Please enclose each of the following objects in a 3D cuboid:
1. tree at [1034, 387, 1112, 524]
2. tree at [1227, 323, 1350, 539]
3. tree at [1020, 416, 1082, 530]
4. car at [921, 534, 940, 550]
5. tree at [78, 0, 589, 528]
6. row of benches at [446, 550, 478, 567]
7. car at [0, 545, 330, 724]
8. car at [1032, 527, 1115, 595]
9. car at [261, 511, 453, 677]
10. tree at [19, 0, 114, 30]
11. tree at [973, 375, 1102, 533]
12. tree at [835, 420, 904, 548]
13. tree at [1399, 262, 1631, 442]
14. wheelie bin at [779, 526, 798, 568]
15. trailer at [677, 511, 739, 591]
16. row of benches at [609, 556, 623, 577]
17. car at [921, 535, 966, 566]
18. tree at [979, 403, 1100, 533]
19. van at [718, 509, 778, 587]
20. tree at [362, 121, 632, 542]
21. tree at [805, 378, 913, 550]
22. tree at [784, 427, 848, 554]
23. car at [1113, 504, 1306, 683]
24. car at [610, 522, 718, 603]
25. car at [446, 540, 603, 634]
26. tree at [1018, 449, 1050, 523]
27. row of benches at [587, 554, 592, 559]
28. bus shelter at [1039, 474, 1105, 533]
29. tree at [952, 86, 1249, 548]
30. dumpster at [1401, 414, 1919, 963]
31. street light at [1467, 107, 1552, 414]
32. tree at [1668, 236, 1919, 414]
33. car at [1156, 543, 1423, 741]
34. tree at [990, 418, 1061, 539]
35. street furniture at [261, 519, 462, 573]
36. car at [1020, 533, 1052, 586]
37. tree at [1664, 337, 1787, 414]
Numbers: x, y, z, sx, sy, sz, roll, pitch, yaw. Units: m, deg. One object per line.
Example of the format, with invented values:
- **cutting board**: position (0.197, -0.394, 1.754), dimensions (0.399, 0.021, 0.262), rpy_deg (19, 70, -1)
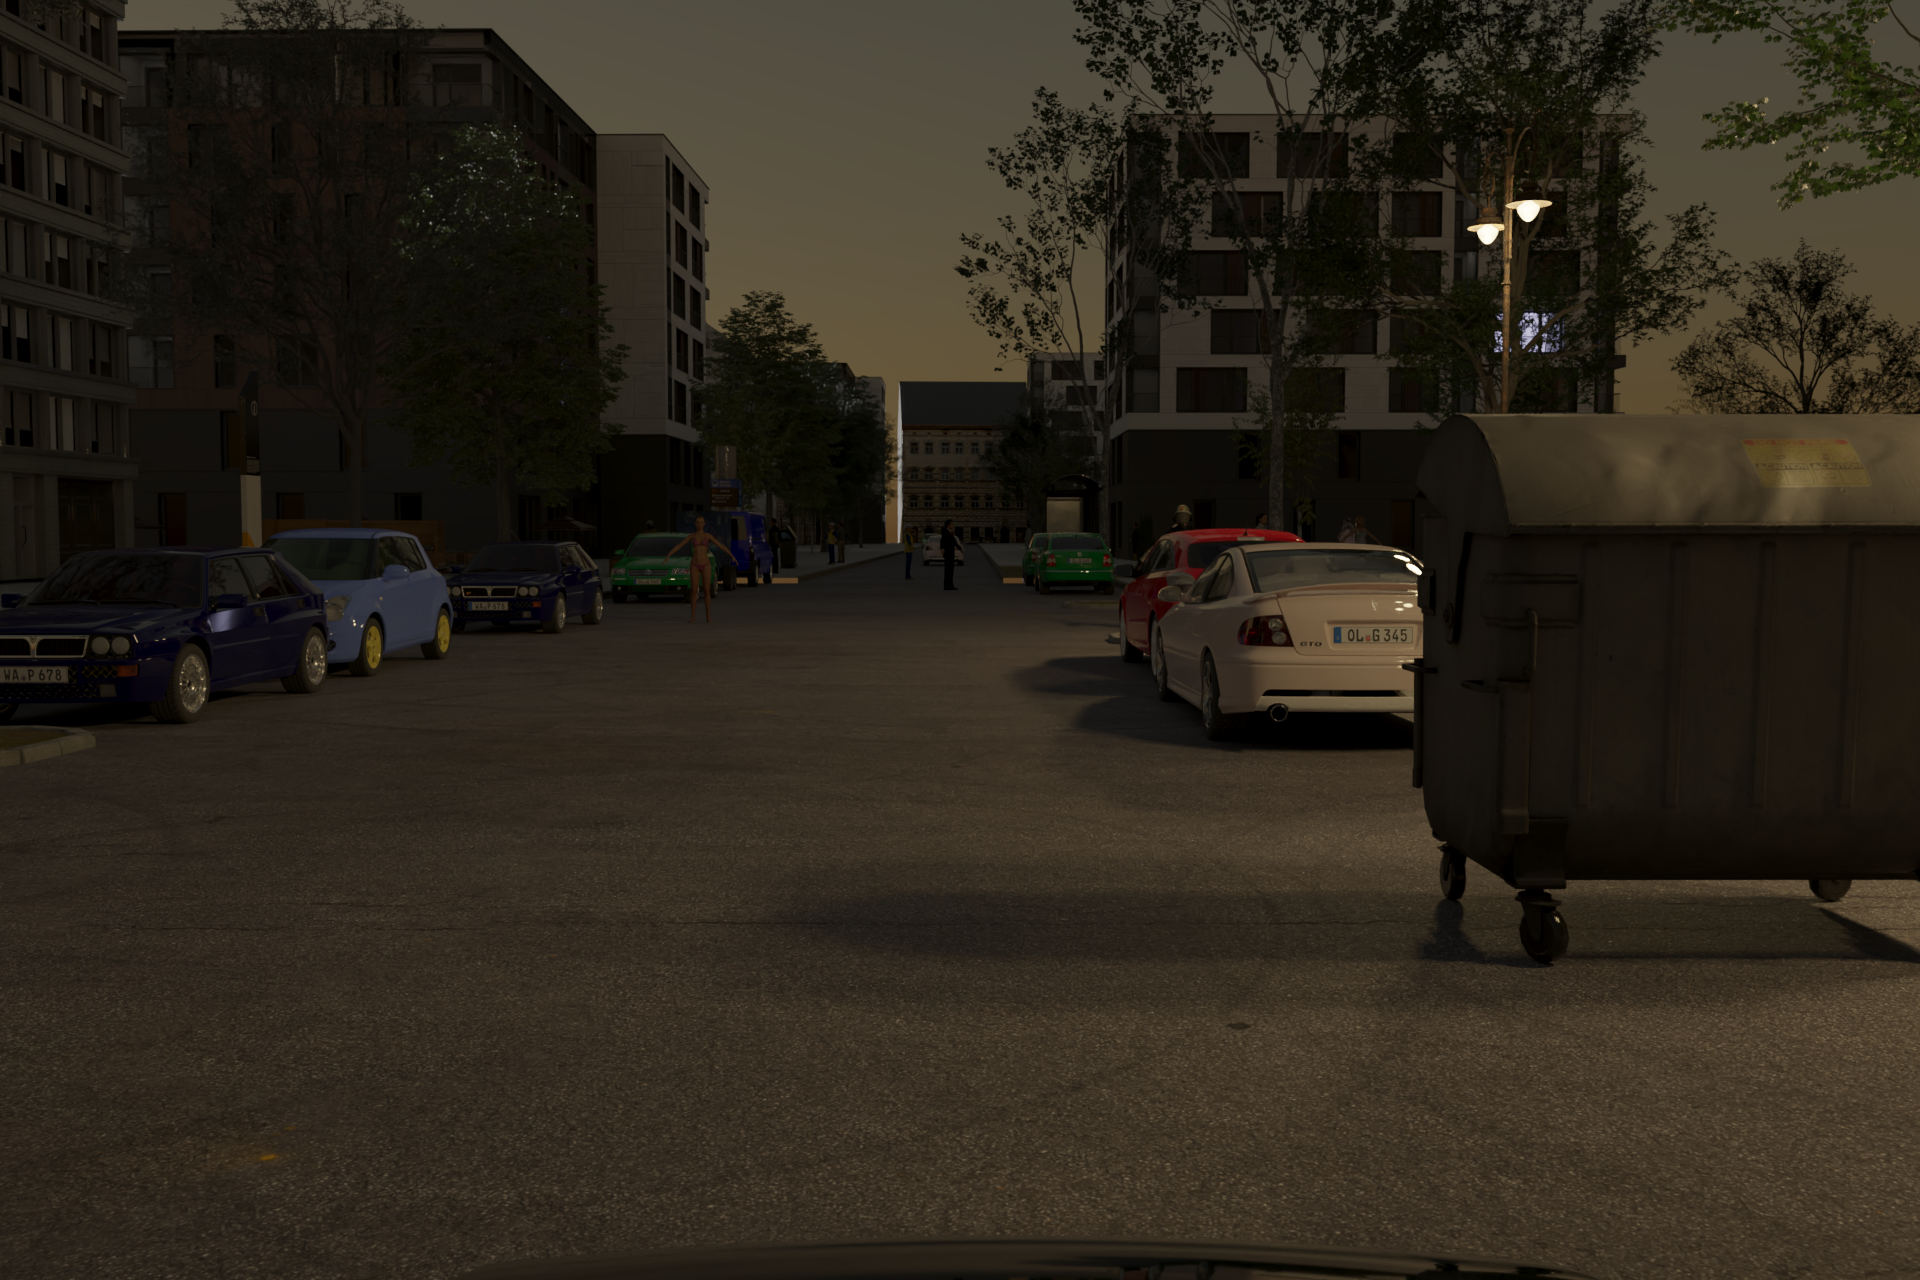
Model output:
- **tree**: position (5.725, -8.323, 86.443), dimensions (4.360, 8.622, 3.978), rpy_deg (0, 3, 0)
- **tree**: position (11.434, -6.652, 59.122), dimensions (4.737, 8.622, 4.395), rpy_deg (0, 3, 0)
- **tree**: position (5.848, -9.684, 108.693), dimensions (4.737, 8.622, 4.395), rpy_deg (0, 3, 0)
- **car**: position (-2.487, -8.946, 155.059), dimensions (1.959, 1.807, 4.718), rpy_deg (0, 3, 0)
- **tree**: position (-12.884, -7.716, 36.531), dimensions (12.009, 13.543, 11.850), rpy_deg (0, 3, 0)
- **row of benches**: position (-18.904, -3.214, 68.014), dimensions (4.104, 0.672, 1.422), rpy_deg (1, 4, 22)
- **car**: position (-6.650, -0.105, 14.295), dimensions (1.945, 1.354, 3.894), rpy_deg (0, 4, 0)
- **car**: position (2.757, -2.046, 42.255), dimensions (1.959, 1.807, 4.718), rpy_deg (0, 3, 0)
- **car**: position (-6.723, -0.545, 18.510), dimensions (1.945, 1.707, 3.694), rpy_deg (0, 3, 0)
- **tree**: position (-12.346, -6.320, 13.710), dimensions (12.009, 13.543, 11.850), rpy_deg (0, 3, 0)
- **tree**: position (6.179, -13.693, 134.254), dimensions (12.009, 13.543, 11.850), rpy_deg (0, 3, 0)
- **tree**: position (-8.924, -14.113, 156.501), dimensions (9.928, 11.665, 9.643), rpy_deg (0, 3, 0)
- **tree**: position (20.416, -8.469, 64.217), dimensions (9.928, 11.665, 9.643), rpy_deg (0, 3, 0)
- **wheelie bin**: position (-6.428, -3.474, 64.710), dimensions (0.693, 1.594, 0.980), rpy_deg (0, 4, 2)
- **trailer**: position (-6.438, -2.204, 43.082), dimensions (1.471, 1.999, 3.904), rpy_deg (0, 4, 0)
- **row of benches**: position (-10.153, -2.317, 53.341), dimensions (1.422, 0.672, 4.104), rpy_deg (0, 4, -1)
- **car**: position (-0.760, -4.102, 79.422), dimensions (2.083, 1.381, 4.827), rpy_deg (0, 4, -1)
- **tree**: position (5.861, -11.532, 122.968), dimensions (8.767, 10.594, 7.601), rpy_deg (-1, 4, -18)
- **van**: position (-6.408, -2.704, 48.590), dimensions (2.240, 2.365, 5.245), rpy_deg (0, 4, 0)
- **tree**: position (-13.260, -7.988, 48.730), dimensions (7.486, 12.596, 7.792), rpy_deg (0, 3, 0)
- **tree**: position (-9.298, -13.812, 136.202), dimensions (12.009, 13.543, 11.850), rpy_deg (0, 3, 0)
- **tree**: position (-9.335, -9.767, 110.054), dimensions (4.737, 8.622, 4.395), rpy_deg (0, 3, 0)
- **car**: position (2.723, -0.554, 18.105), dimensions (2.155, 1.783, 4.494), rpy_deg (0, 4, -1)
- **car**: position (-6.318, -1.741, 37.263), dimensions (1.959, 1.807, 4.718), rpy_deg (0, 4, 0)
- **car**: position (-6.569, -0.828, 26.110), dimensions (1.945, 1.354, 3.894), rpy_deg (0, 4, 1)
- **tree**: position (6.857, -11.862, 144.301), dimensions (4.360, 8.622, 3.978), rpy_deg (0, 3, 0)
- **row of benches**: position (-11.809, -2.322, 53.423), dimensions (1.422, 0.672, 4.104), rpy_deg (0, 4, -7)
- **bus shelter**: position (3.872, -4.085, 60.711), dimensions (2.014, 3.302, 5.546), rpy_deg (0, 4, 0)
- **tree**: position (5.673, -13.290, 73.187), dimensions (12.611, 20.169, 13.585), rpy_deg (0, 3, 0)
- **dumpster**: position (2.644, 0.120, 6.252), dimensions (1.865, 1.857, 1.264), rpy_deg (0, 4, 0)
- **street light**: position (6.094, -2.849, 19.377), dimensions (0.468, 5.910, 1.993), rpy_deg (0, 3, 0)
- **tree**: position (26.804, -7.299, 53.744), dimensions (8.767, 10.594, 7.601), rpy_deg (0, 4, 3)
- **car**: position (2.632, -0.063, 13.387), dimensions (2.083, 1.381, 4.827), rpy_deg (0, 4, 0)
- **tree**: position (6.417, -13.920, 153.349), dimensions (9.928, 11.665, 9.643), rpy_deg (0, 3, 0)
- **street furniture**: position (-20.409, -3.032, 56.421), dimensions (11.010, 1.723, 9.812), rpy_deg (-1, 4, -9)
- **car**: position (2.695, -2.478, 49.317), dimensions (1.959, 1.807, 4.718), rpy_deg (0, 4, 0)
- **tree**: position (28.262, -7.036, 65.396), dimensions (4.360, 8.622, 3.978), rpy_deg (0, 3, 0)
